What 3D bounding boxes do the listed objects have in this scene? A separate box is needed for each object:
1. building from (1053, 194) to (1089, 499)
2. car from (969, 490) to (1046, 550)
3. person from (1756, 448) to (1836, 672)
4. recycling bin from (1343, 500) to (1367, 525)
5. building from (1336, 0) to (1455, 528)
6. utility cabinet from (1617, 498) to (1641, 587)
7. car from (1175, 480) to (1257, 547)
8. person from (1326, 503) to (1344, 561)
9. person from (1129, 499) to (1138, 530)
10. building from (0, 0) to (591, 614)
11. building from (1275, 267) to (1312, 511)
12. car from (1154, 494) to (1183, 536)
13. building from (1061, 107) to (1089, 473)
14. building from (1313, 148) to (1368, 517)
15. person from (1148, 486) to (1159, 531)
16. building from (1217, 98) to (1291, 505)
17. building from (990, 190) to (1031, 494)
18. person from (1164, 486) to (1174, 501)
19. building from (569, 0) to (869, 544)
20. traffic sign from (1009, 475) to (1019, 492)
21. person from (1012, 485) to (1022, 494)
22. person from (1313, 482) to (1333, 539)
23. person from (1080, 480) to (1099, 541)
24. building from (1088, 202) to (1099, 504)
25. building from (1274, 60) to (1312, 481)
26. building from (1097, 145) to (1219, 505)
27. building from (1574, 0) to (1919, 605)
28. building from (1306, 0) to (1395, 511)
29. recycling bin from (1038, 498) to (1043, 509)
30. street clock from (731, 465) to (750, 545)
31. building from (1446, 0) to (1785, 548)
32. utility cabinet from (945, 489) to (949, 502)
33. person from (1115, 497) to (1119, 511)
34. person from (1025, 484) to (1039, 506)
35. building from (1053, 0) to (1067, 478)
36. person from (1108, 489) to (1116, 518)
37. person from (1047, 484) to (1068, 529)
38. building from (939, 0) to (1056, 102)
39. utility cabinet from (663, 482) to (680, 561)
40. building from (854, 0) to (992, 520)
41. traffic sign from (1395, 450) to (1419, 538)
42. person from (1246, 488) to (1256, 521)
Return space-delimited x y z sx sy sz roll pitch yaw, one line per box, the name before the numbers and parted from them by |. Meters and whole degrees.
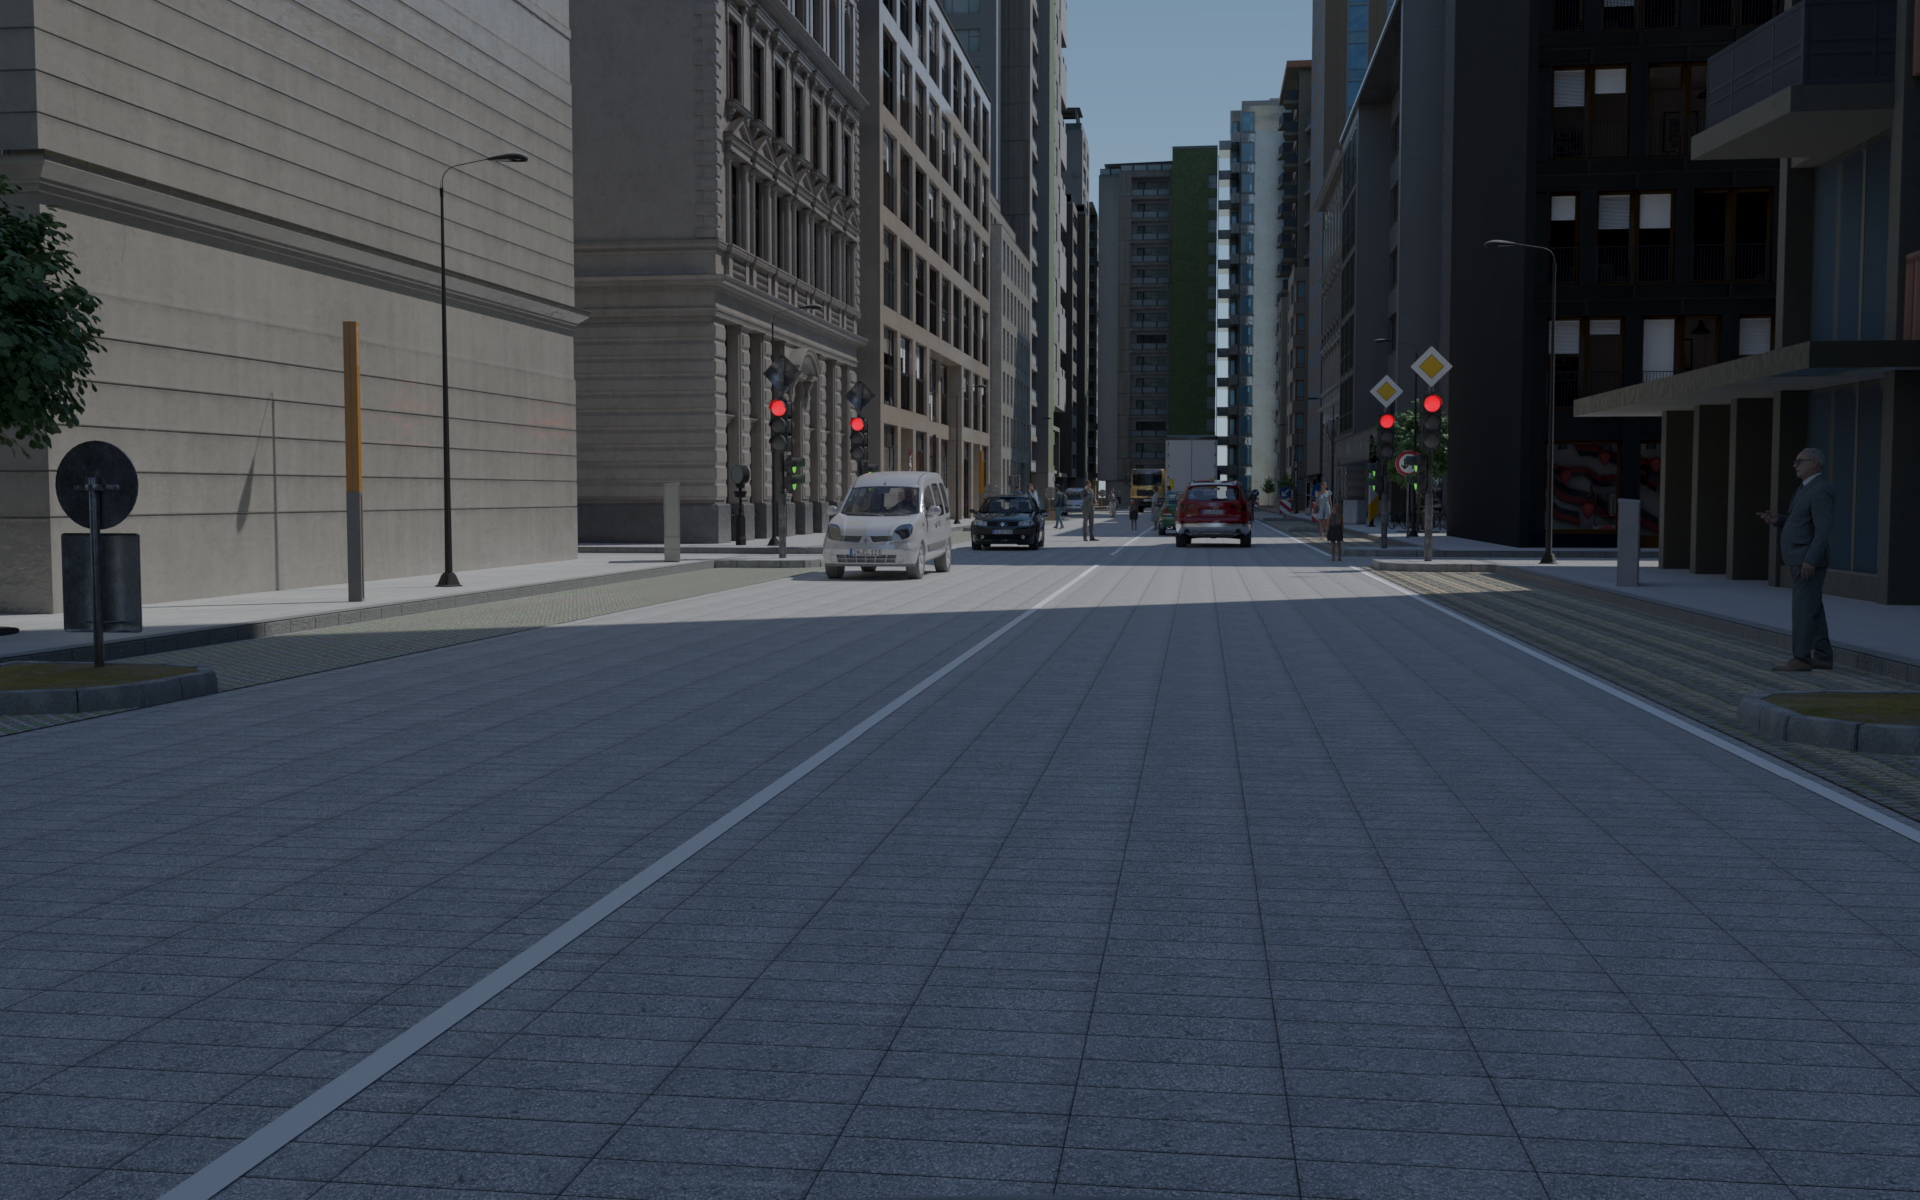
building | 4.866 -24.151 166.574 14.160 30.474 14.107 0 4 8
car | 1.288 -2.187 45.542 2.009 1.686 4.222 0 4 6
person | 6.790 -0.328 14.036 0.590 1.801 0.661 1 4 14
recycling bin | 16.721 -3.715 73.294 0.722 1.027 0.722 -3 5 -41
building | 25.468 -15.855 78.290 14.314 24.678 30.058 0 4 8
utility cabinet | 9.459 -0.814 24.469 0.306 1.237 1.020 1 4 22
car | 7.088 -2.413 48.128 2.281 1.827 5.304 1 4 10
person | 7.999 -1.453 36.928 0.362 1.253 0.373 0 4 5
person | 6.844 -3.369 68.249 0.362 1.253 0.373 1 4 10
building | -29.830 -15.406 28.302 44.131 29.872 17.030 0 4 8
building | 41.081 -18.326 144.673 27.650 21.520 28.899 0 4 8
car | 7.927 -3.023 61.216 2.131 1.459 4.920 0 4 6
building | 6.676 -30.738 186.159 14.086 41.232 14.154 0 4 8
building | 27.351 -16.821 103.903 11.050 23.489 19.941 0 4 8
person | 7.570 -3.597 67.876 0.524 1.755 0.480 1 4 21
building | 46.319 -35.999 208.197 30.456 49.044 23.786 0 4 8
building | -1.645 -15.421 106.887 10.420 20.320 16.860 0 4 8
person | 9.693 -4.368 79.940 0.660 1.820 0.620 -3 5 -44
building | -9.694 -13.750 53.687 11.050 23.489 19.941 0 4 8
traffic sign | 2.948 -5.659 94.651 0.606 2.300 0.079 1 4 15
person | 2.407 -3.969 73.421 0.581 1.822 0.654 2 4 34
person | 11.436 -2.813 54.582 0.616 1.811 0.778 2 4 23
person | 3.971 -2.715 52.698 0.655 1.846 0.447 -3 5 -42
building | 5.871 -32.203 218.392 23.993 40.220 32.217 0 4 8
building | 42.996 -31.700 172.920 22.147 44.769 28.867 0 4 8
building | 23.610 -32.001 206.803 14.086 41.232 14.154 0 4 8
building | 19.894 -22.034 14.888 22.147 44.769 28.867 0 4 8
building | 32.338 -28.927 123.065 14.600 45.320 14.200 0 4 8
recycling bin | 5.114 -6.394 117.088 0.722 1.027 0.722 -2 4 -28
street clock | -5.488 -2.370 43.317 0.471 2.002 0.358 3 5 41
building | 21.978 -13.201 45.517 15.834 23.373 12.332 0 4 8
utility cabinet | -0.932 -3.687 68.965 0.318 1.500 1.173 3 4 36
person | 10.467 -6.313 116.393 0.352 1.250 0.332 -1 4 -15
person | 2.479 -3.106 59.551 0.793 1.790 0.793 1 4 15
building | -5.233 -34.056 146.052 28.713 52.752 27.495 0 4 8
person | 9.046 -5.723 102.617 0.519 1.759 0.362 -3 5 -42
person | 3.933 -3.761 69.980 0.713 1.824 0.794 3 5 39
building | -0.718 -26.987 124.831 14.154 41.232 14.086 0 4 8
utility cabinet | -5.513 -1.493 33.085 0.318 1.500 1.173 -1 4 -9
building | -10.136 -16.971 81.988 19.350 26.468 34.151 0 4 8
traffic sign | 13.053 -3.078 50.424 0.768 2.556 0.104 1 4 11
person | 15.484 -5.111 92.468 0.661 1.777 0.834 0 4 -7
